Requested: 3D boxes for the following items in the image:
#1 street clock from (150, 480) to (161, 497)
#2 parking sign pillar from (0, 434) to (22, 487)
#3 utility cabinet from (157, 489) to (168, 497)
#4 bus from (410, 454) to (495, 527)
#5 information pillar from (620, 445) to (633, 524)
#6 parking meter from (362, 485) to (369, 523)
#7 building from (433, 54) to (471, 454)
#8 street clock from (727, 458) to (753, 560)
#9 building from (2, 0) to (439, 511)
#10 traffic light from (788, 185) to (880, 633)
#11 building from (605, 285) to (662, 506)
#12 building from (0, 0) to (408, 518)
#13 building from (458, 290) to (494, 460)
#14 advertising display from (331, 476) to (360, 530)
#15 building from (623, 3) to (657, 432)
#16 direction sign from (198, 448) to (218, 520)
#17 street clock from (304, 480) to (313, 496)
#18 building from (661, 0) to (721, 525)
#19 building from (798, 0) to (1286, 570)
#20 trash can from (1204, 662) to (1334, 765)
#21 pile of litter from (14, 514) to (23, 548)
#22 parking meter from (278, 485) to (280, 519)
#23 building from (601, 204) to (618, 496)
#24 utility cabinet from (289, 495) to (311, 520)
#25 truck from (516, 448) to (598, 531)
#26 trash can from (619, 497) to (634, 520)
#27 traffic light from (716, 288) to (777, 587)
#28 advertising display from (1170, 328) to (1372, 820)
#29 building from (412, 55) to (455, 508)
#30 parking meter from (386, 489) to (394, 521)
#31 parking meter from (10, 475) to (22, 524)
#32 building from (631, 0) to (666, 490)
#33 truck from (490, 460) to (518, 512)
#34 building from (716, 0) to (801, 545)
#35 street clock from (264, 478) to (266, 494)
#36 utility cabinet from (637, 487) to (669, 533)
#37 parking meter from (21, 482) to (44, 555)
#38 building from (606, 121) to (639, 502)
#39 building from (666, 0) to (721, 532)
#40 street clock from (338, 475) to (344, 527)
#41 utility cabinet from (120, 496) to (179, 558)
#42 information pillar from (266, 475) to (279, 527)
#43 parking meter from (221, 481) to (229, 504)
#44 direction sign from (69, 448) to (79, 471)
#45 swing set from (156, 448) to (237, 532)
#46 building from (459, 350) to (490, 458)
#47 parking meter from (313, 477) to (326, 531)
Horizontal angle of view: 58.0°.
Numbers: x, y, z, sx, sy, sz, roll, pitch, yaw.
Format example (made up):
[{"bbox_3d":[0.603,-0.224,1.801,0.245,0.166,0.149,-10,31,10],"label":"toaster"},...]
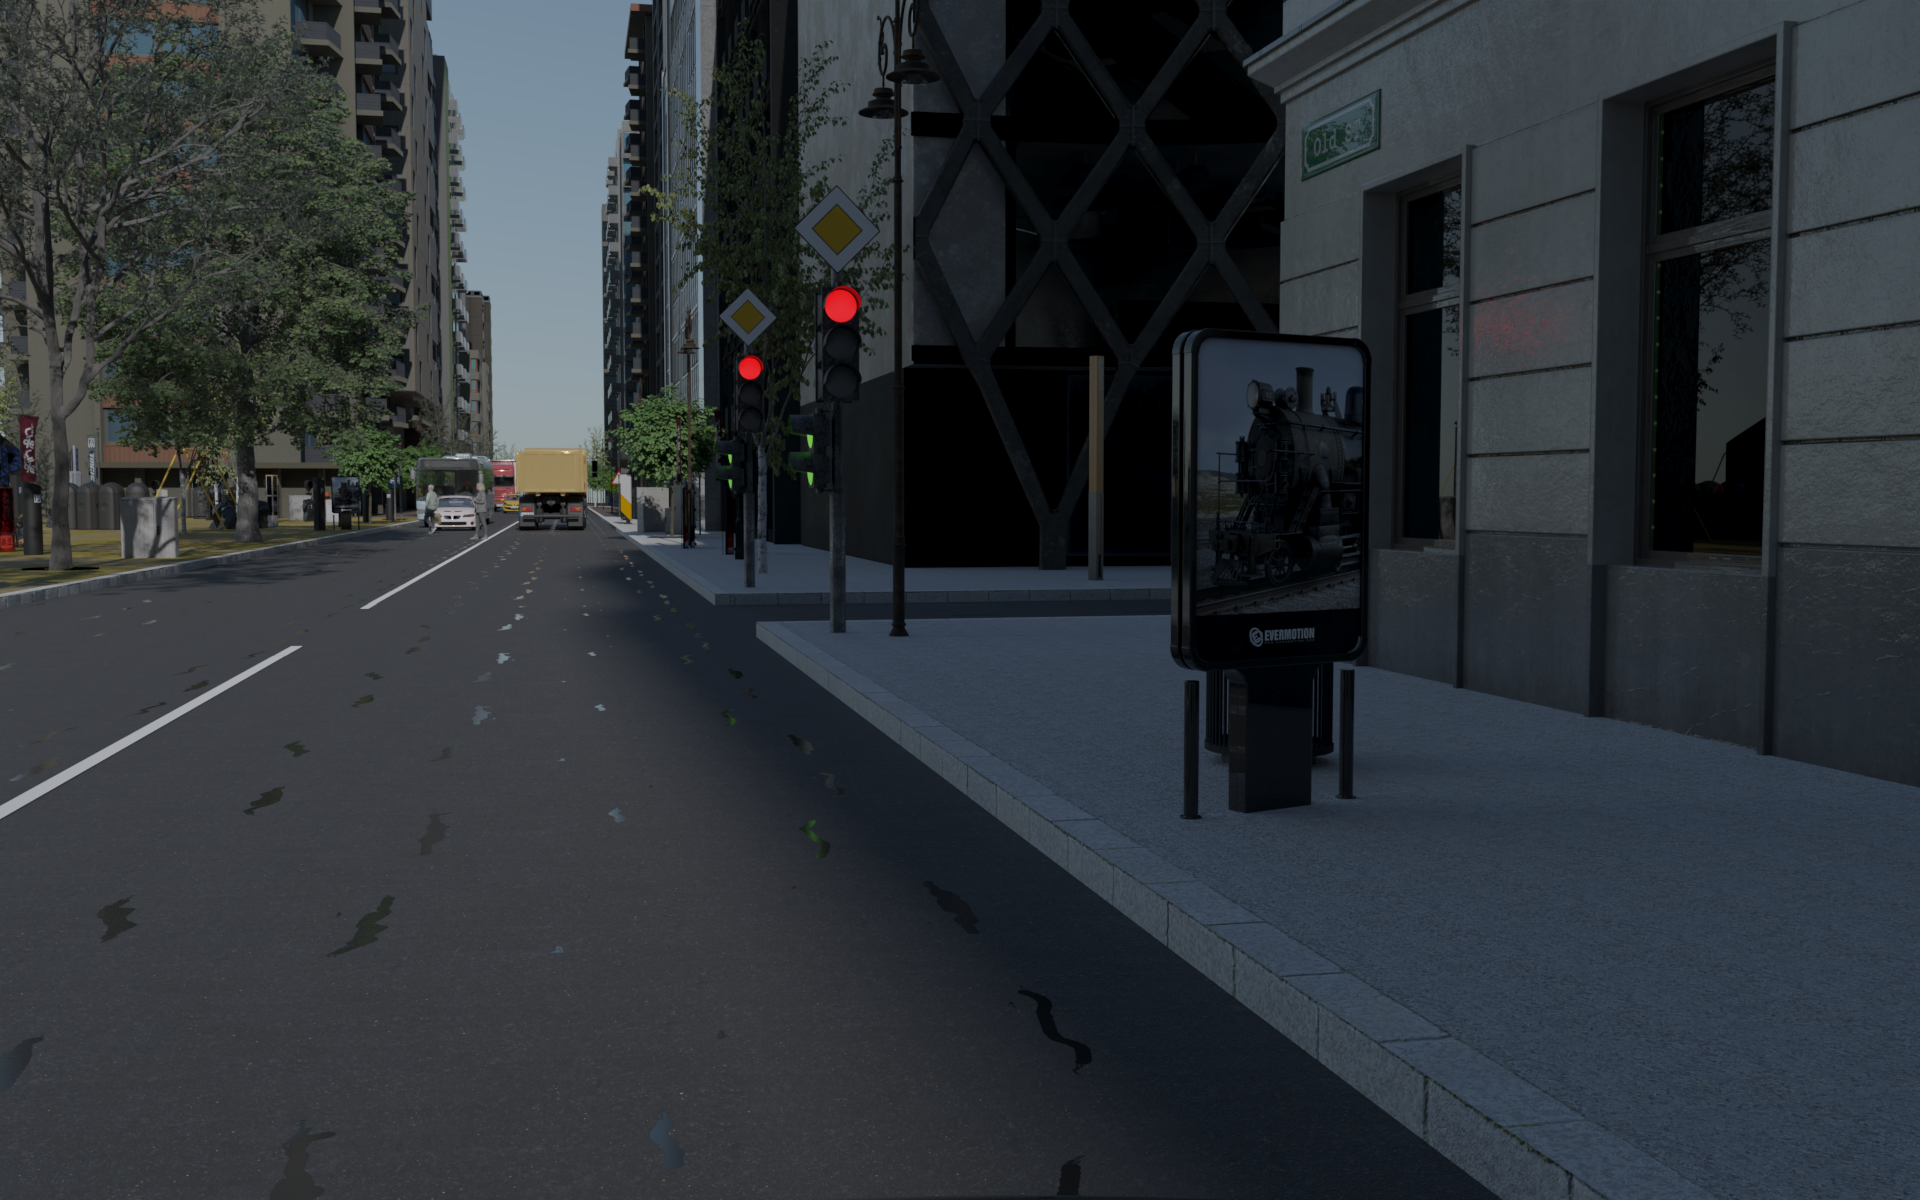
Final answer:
[{"bbox_3d":[-42.366,-5.300,91.224,0.471,2.002,0.358,1,4,13],"label":"street clock"},{"bbox_3d":[-38.860,-5.033,70.761,1.447,3.967,1.447,1,4,18],"label":"parking sign pillar"},{"bbox_3d":[-37.781,-4.489,82.077,0.318,1.500,1.173,-2,4,-34],"label":"utility cabinet"},{"bbox_3d":[-22.832,-5.127,78.678,2.948,3.499,13.247,-1,4,-12],"label":"bus"},{"bbox_3d":[-14.168,-5.024,73.504,0.504,3.616,0.183,1,4,22],"label":"information pillar"},{"bbox_3d":[-26.791,-4.433,78.188,0.255,1.863,0.399,-3,5,-41],"label":"parking meter"},{"bbox_3d":[-65.829,-34.864,189.635,23.786,49.044,30.456,-1,4,-13],"label":"building"},{"bbox_3d":[-4.309,-1.795,33.918,0.471,2.002,0.358,0,4,3],"label":"street clock"},{"bbox_3d":[-54.946,-33.236,132.653,28.713,52.752,27.495,-1,4,-13],"label":"building"},{"bbox_3d":[-1.150,-1.653,15.946,0.839,4.253,0.868,-1,4,-13],"label":"traffic light"},{"bbox_3d":[-24.732,-31.104,200.433,32.217,40.220,23.993,-1,4,-13],"label":"building"},{"bbox_3d":[-46.305,-27.606,105.990,22.147,44.769,28.867,-1,4,-13],"label":"building"},{"bbox_3d":[-72.596,-28.706,241.050,14.160,30.474,14.107,-1,4,-13],"label":"building"},{"bbox_3d":[-22.025,-3.480,62.112,0.974,1.923,0.123,-1,4,-13],"label":"advertising display"},{"bbox_3d":[-18.973,-30.755,157.475,22.147,44.769,28.867,-1,4,-13],"label":"building"},{"bbox_3d":[-36.700,-5.664,84.606,0.876,3.537,0.379,-1,4,-8],"label":"direction sign"},{"bbox_3d":[-34.316,-5.304,91.287,0.358,2.002,0.471,1,4,19],"label":"street clock"},{"bbox_3d":[-8.602,-16.581,89.125,12.078,24.808,19.932,-1,4,-13],"label":"building"},{"bbox_3d":[6.038,-10.327,36.292,16.811,18.784,16.820,-1,4,-13],"label":"building"},{"bbox_3d":[1.482,0.206,8.284,0.748,1.137,0.748,0,3,0],"label":"trash can"},{"bbox_3d":[-22.894,-1.704,41.824,1.176,0.858,1.719,0,4,0],"label":"pile of litter"},{"bbox_3d":[-35.743,-5.180,90.410,0.255,1.863,0.399,3,5,39],"label":"parking meter"},{"bbox_3d":[-43.804,-34.471,247.190,14.154,41.232,14.086,-1,4,-13],"label":"building"},{"bbox_3d":[-32.516,-4.539,85.377,0.306,1.237,1.020,3,5,40],"label":"utility cabinet"},{"bbox_3d":[-16.739,-4.622,71.490,3.469,3.379,9.791,-1,4,-11],"label":"truck"},{"bbox_3d":[-16.258,-4.458,84.547,0.748,1.137,0.748,0,3,0],"label":"trash can"},{"bbox_3d":[-2.916,-2.129,23.734,0.839,4.253,0.868,-1,4,-13],"label":"traffic light"},{"bbox_3d":[1.270,-0.111,7.032,0.974,1.923,0.123,-2,4,-32],"label":"advertising display"},{"bbox_3d":[-53.316,-28.857,155.412,14.154,41.232,14.086,-1,4,-13],"label":"building"},{"bbox_3d":[-27.627,-4.618,83.912,0.372,1.533,0.369,0,3,0],"label":"parking meter"},{"bbox_3d":[-29.345,-2.953,53.992,0.255,1.863,0.399,1,4,17],"label":"parking meter"},{"bbox_3d":[-14.840,-42.449,132.285,20.563,71.187,20.611,-1,4,-13],"label":"building"},{"bbox_3d":[-37.784,-9.409,142.751,2.839,4.237,11.283,-1,4,-13],"label":"truck"},{"bbox_3d":[-0.458,-13.617,52.308,12.332,23.373,15.834,-1,4,-13],"label":"building"},{"bbox_3d":[-30.049,-4.328,75.336,0.358,2.002,0.471,0,4,6],"label":"street clock"},{"bbox_3d":[-10.133,-2.969,57.224,0.318,1.500,1.173,2,4,35],"label":"utility cabinet"},{"bbox_3d":[-19.531,-1.716,36.470,0.372,1.533,0.369,0,3,0],"label":"parking meter"},{"bbox_3d":[-34.491,-37.077,225.820,23.786,49.044,30.456,-1,4,-13],"label":"building"},{"bbox_3d":[-5.065,-15.382,69.525,12.078,24.808,19.932,-1,4,-13],"label":"building"},{"bbox_3d":[-23.903,-3.813,66.906,0.471,2.002,0.358,1,4,23],"label":"street clock"},{"bbox_3d":[-16.289,-1.446,34.808,1.020,1.237,0.306,-1,4,-10],"label":"utility cabinet"},{"bbox_3d":[-26.522,-3.810,66.785,0.304,2.012,0.304,1,4,17],"label":"information pillar"},{"bbox_3d":[-33.544,-4.486,79.061,0.255,1.863,0.399,-2,4,-33],"label":"parking meter"},{"bbox_3d":[-44.175,-5.752,86.046,0.876,3.537,0.379,1,4,9],"label":"direction sign"},{"bbox_3d":[-26.567,-3.832,60.270,2.862,2.851,3.119,0,4,-7],"label":"swing set"},{"bbox_3d":[-74.353,-22.867,218.921,27.650,21.520,28.899,-1,4,-13],"label":"building"},{"bbox_3d":[-22.442,-3.362,60.676,0.255,1.863,0.399,1,4,14],"label":"parking meter"}]
